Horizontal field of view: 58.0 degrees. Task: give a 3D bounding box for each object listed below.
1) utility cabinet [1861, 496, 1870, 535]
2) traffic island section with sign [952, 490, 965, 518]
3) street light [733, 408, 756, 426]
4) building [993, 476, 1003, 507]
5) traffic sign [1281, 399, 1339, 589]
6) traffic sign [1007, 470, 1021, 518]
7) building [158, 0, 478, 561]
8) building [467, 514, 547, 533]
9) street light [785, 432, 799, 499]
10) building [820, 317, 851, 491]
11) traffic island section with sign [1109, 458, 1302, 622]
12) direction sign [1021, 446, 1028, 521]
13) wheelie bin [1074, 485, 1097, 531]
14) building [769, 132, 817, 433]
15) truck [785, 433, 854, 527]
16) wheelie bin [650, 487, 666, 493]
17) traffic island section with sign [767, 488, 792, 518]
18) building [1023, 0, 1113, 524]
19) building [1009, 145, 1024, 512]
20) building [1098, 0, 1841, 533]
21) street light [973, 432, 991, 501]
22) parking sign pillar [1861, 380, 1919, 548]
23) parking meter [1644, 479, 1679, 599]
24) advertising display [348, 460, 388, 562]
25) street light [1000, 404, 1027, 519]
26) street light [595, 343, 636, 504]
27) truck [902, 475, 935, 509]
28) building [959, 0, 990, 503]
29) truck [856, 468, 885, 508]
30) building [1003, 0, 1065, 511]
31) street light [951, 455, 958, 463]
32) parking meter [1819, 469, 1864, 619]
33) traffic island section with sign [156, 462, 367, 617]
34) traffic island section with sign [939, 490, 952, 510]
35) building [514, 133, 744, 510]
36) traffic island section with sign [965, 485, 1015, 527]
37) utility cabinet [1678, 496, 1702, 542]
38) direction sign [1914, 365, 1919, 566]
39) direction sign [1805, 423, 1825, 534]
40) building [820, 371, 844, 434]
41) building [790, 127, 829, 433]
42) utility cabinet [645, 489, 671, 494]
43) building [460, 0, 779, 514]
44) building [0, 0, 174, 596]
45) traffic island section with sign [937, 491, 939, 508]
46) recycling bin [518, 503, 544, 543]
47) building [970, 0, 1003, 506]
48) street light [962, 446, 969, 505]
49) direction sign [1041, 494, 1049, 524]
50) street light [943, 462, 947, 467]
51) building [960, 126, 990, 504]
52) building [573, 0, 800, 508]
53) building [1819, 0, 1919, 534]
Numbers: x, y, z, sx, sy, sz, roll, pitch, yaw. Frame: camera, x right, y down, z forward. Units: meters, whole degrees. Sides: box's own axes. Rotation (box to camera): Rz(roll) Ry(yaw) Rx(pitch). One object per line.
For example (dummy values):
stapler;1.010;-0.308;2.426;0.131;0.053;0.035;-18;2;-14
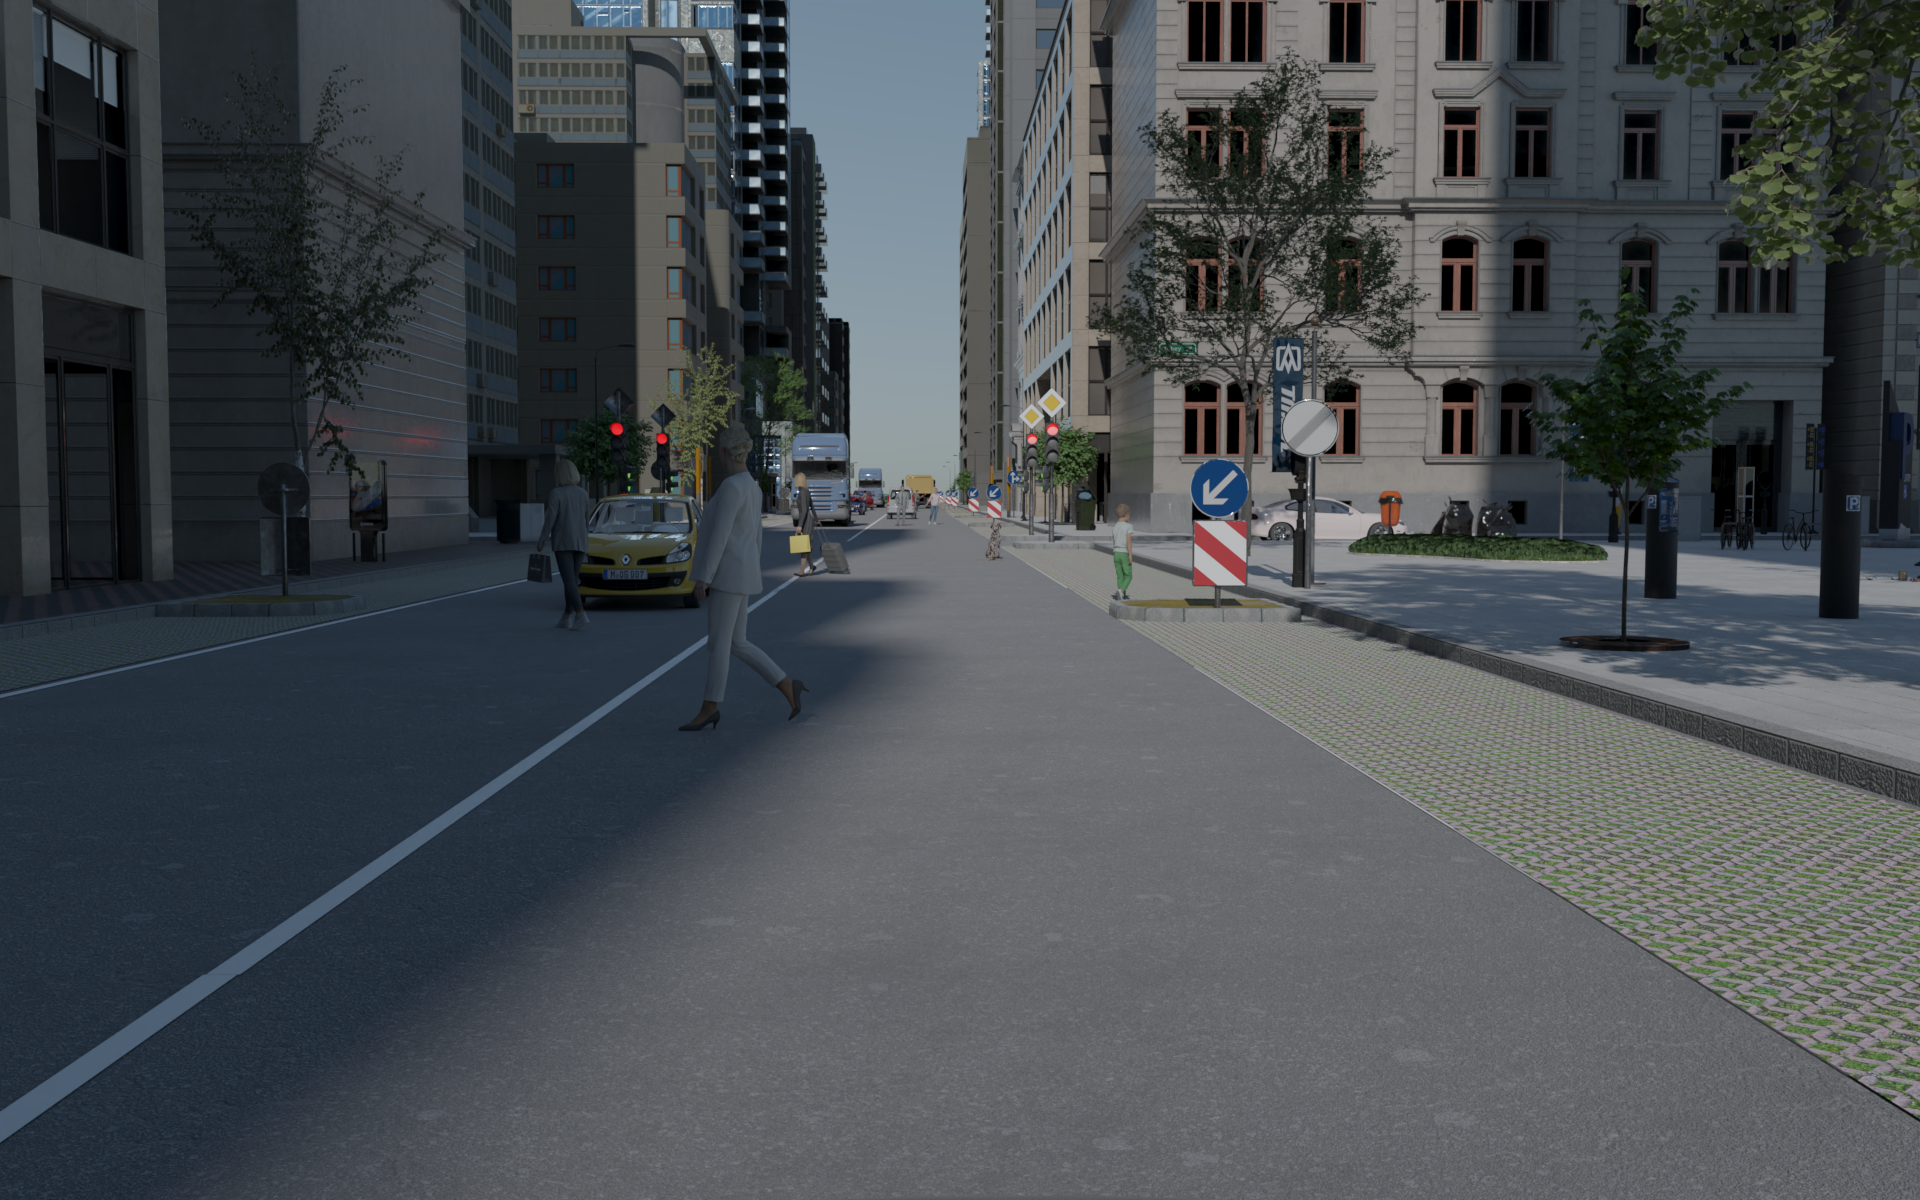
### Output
utility cabinet;28.706;-2.681;55.002;0.306;1.237;1.020;2;4;27
traffic island section with sign;0.675;-5.786;103.230;1.989;1.847;2.006;0;4;-1
street light;-11.643;-7.382;93.238;1.470;5.913;1.316;0;4;-1
building;19.383;-29.347;171.698;32.217;40.220;23.993;0;4;-1
traffic sign;4.709;-1.423;23.375;0.768;2.556;0.104;0;4;7
traffic sign;2.910;-5.709;93.453;0.768;2.556;0.104;0;4;-1
building;-24.079;-11.998;37.965;24.055;21.916;13.314;0;4;-1
building;-30.398;-22.797;64.614;32.217;40.220;23.993;0;4;-1
street light;-12.540;-9.628;129.961;1.470;5.913;1.316;0;4;-1
building;-24.969;-31.035;279.130;14.160;30.474;14.107;0;4;-1
traffic island section with sign;2.776;-0.704;20.143;1.989;1.847;2.006;0;4;-1
direction sign;3.071;-5.522;82.277;0.379;3.537;0.876;-1;4;-11
wheelie bin;4.400;-3.239;60.870;0.693;1.594;0.980;-1;4;-20
building;-23.268;-31.032;190.963;14.154;41.232;14.086;0;4;-1
truck;-6.475;-5.684;82.692;2.967;4.110;18.799;0;4;-3
wheelie bin;-13.888;-4.374;79.426;0.980;1.594;0.693;1;4;19
traffic island section with sign;-10.468;-5.806;103.552;1.989;1.847;2.006;0;4;-1
building;13.997;-17.551;91.476;19.350;26.468;34.151;0;4;-1
building;10.684;-20.366;118.880;13.634;28.700;20.117;0;4;-1
building;17.187;-16.809;62.211;23.554;28.519;14.401;0;4;-1
street light;1.730;-9.572;129.036;1.470;5.913;1.316;0;4;-1
parking sign pillar;22.471;-3.246;41.544;1.447;3.967;1.447;3;5;40
parking meter;8.629;-0.788;21.295;0.372;1.533;0.369;0;3;0
advertising display;-11.215;-1.689;32.824;0.974;1.923;0.123;2;4;32
street light;2.754;-7.175;89.859;1.470;5.913;1.316;0;4;-1
street light;-10.688;-4.953;53.518;1.470;5.913;1.316;0;4;-1
truck;-4.073;-10.852;173.349;3.469;3.379;9.791;0;4;-3
building;11.398;-57.325;249.927;22.319;86.520;31.000;0;4;-1
truck;-9.442;-12.020;186.290;2.967;4.110;18.799;0;4;-1
building;14.097;-36.877;144.943;21.231;58.520;28.212;0;4;-1
street light;-0.116;-14.253;205.571;1.470;5.913;1.316;0;4;-1
parking meter;9.105;-0.580;17.901;0.372;1.533;0.369;0;3;0
traffic island section with sign;-8.367;-0.759;21.033;1.989;1.847;2.006;0;4;-1
traffic island section with sign;-0.626;-8.892;154.008;1.989;1.847;2.006;0;4;-1
building;-27.732;-15.572;99.645;27.650;21.520;28.899;0;4;-1
traffic island section with sign;1.356;-4.129;76.131;1.989;1.847;2.006;0;4;-1
utility cabinet;19.571;-2.195;47.053;1.020;1.237;0.306;1;4;15
direction sign;17.209;-2.370;30.741;0.876;3.537;0.379;-2;4;-33
direction sign;27.464;-3.895;55.673;0.876;3.537;0.379;-2;4;-27
building;-31.660;-25.243;257.764;27.650;21.520;28.899;0;4;-1
building;-28.801;-37.172;227.365;23.786;49.044;30.456;0;4;-1
utility cabinet;-14.126;-4.424;81.019;1.173;1.500;0.318;1;4;17
building;-31.364;-27.397;139.815;32.217;40.220;23.993;0;4;-1
building;-21.014;-12.450;8.080;19.350;26.468;34.151;0;4;-1
traffic island section with sign;-1.309;-10.540;180.955;1.989;1.847;2.006;0;4;-1
recycling bin;-11.539;-2.061;46.249;0.722;1.027;0.722;-2;4;-27
building;11.755;-46.152;192.836;20.563;71.187;20.611;0;4;-1
street light;0.898;-11.831;165.982;1.470;5.913;1.316;0;4;-1
direction sign;3.670;-5.050;74.560;0.876;3.537;0.379;0;4;5
street light;-1.272;-16.886;248.631;1.470;5.913;1.316;0;4;-1
building;11.268;-36.750;224.563;21.300;48.544;21.600;0;4;-1
building;-26.413;-52.224;166.531;22.319;86.520;31.000;0;4;-1
building;41.556;-16.132;61.021;25.104;27.353;12.463;0;4;-1
